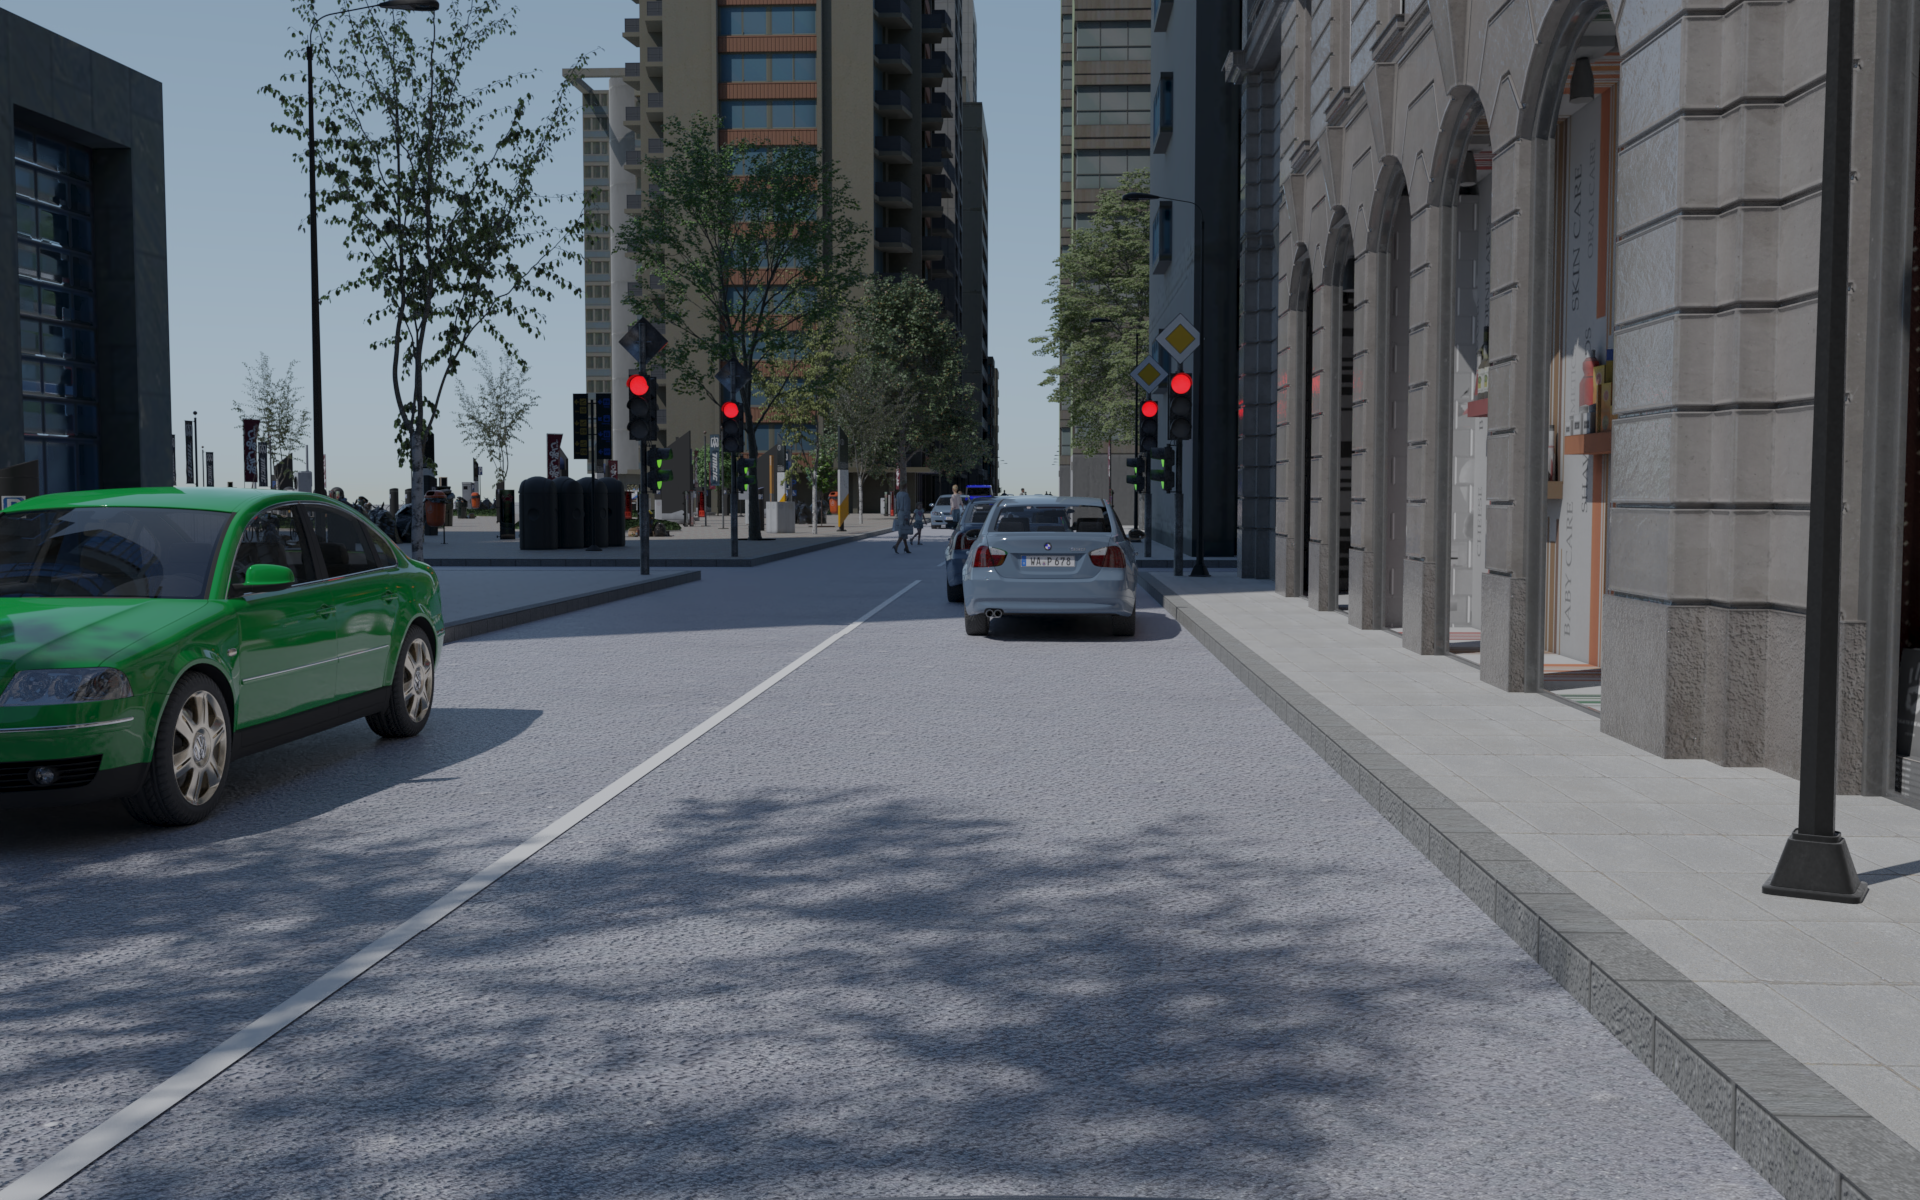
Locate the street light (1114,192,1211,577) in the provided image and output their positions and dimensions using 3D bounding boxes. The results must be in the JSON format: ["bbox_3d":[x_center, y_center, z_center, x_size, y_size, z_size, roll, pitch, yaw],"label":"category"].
[{"bbox_3d":[3.193,-3.319,26.807,1.470,5.913,1.316,0,4,3],"label":"street light"}]

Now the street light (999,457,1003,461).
[{"bbox_3d":[4.271,-14.908,216.282,1.470,5.913,1.316,0,4,3],"label":"street light"}]

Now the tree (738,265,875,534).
[{"bbox_3d":[-4.872,-6.409,55.143,4.737,8.622,4.395,0,3,0],"label":"tree"}]

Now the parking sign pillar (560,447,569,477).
[{"bbox_3d":[-20.712,-6.183,89.557,1.447,3.967,1.447,-3,5,-39],"label":"parking sign pillar"}]

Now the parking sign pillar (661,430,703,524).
[{"bbox_3d":[-12.029,-5.213,73.711,1.447,3.967,1.447,1,4,13],"label":"parking sign pillar"}]

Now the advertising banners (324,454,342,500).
[{"bbox_3d":[-27.328,-4.837,75.278,0.090,3.025,2.074,-3,5,-42],"label":"advertising banners"}]

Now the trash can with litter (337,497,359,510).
[{"bbox_3d":[-17.787,-2.410,50.458,1.678,1.210,2.233,0,4,-4],"label":"trash can with litter"}]

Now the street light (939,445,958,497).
[{"bbox_3d":[-0.750,-8.561,112.521,1.470,5.913,1.316,0,4,3],"label":"street light"}]

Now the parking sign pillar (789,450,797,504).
[{"bbox_3d":[-10.116,-6.999,102.912,1.447,3.967,1.447,-2,4,-27],"label":"parking sign pillar"}]

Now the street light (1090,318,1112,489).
[{"bbox_3d":[4.124,-4.481,45.807,1.470,5.913,1.316,0,4,3],"label":"street light"}]

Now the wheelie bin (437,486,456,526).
[{"bbox_3d":[-20.409,-3.709,68.544,0.980,1.594,0.693,-3,5,-42],"label":"wheelie bin"}]

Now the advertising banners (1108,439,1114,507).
[{"bbox_3d":[4.762,-3.578,54.681,0.090,3.025,2.074,0,4,2],"label":"advertising banners"}]

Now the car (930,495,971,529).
[{"bbox_3d":[-0.242,-3.704,72.558,2.014,1.417,4.499,0,4,3],"label":"car"}]

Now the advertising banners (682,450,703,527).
[{"bbox_3d":[-10.655,-4.429,68.604,0.090,3.025,2.074,0,4,8],"label":"advertising banners"}]

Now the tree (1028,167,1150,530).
[{"bbox_3d":[6.124,-8.739,61.005,7.486,12.596,7.792,0,3,0],"label":"tree"}]

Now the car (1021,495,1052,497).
[{"bbox_3d":[2.020,-2.059,45.666,2.014,1.417,4.499,0,4,3],"label":"car"}]

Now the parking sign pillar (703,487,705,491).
[{"bbox_3d":[-13.089,-5.730,82.165,1.447,3.967,1.447,0,4,7],"label":"parking sign pillar"}]

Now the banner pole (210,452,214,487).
[{"bbox_3d":[-39.141,-6.121,90.089,0.401,3.779,0.863,2,4,31],"label":"banner pole"}]

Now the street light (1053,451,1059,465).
[{"bbox_3d":[11.061,-13.060,186.074,1.470,5.913,1.316,0,4,3],"label":"street light"}]

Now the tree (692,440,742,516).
[{"bbox_3d":[-14.163,-7.153,100.668,4.285,4.588,4.351,0,3,0],"label":"tree"}]

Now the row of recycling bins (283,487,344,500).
[{"bbox_3d":[-37.021,-5.629,99.150,3.534,1.692,1.069,0,4,-1],"label":"row of recycling bins"}]

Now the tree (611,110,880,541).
[{"bbox_3d":[-5.834,-7.462,47.766,9.928,11.665,9.643,0,3,0],"label":"tree"}]

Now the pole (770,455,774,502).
[{"bbox_3d":[-9.936,-5.970,91.447,0.158,3.312,0.155,0,3,0],"label":"pole"}]

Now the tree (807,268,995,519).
[{"bbox_3d":[-2.995,-10.462,88.067,9.611,12.733,9.660,0,3,0],"label":"tree"}]

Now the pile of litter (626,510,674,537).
[{"bbox_3d":[-9.491,-2.334,52.123,1.719,0.858,1.176,0,4,-3],"label":"pile of litter"}]

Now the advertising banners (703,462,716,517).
[{"bbox_3d":[-14.235,-6.057,95.213,2.074,3.025,0.090,1,4,21],"label":"advertising banners"}]

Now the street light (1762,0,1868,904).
[{"bbox_3d":[2.221,-2.013,5.449,1.470,5.913,1.316,0,4,3],"label":"street light"}]

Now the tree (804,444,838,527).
[{"bbox_3d":[-5.227,-4.429,67.021,1.663,3.219,1.824,0,3,0],"label":"tree"}]

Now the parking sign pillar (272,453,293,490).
[{"bbox_3d":[-43.808,-7.557,112.030,1.447,3.967,1.447,2,4,32],"label":"parking sign pillar"}]

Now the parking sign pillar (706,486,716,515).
[{"bbox_3d":[-15.570,-7.135,105.135,1.447,3.967,1.447,1,4,17],"label":"parking sign pillar"}]

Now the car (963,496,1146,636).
[{"bbox_3d":[1.019,-0.415,18.794,2.014,1.417,4.499,0,4,5],"label":"car"}]

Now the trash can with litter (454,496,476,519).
[{"bbox_3d":[-25.644,-4.795,89.786,0.624,1.170,1.055,3,5,40],"label":"trash can with litter"}]

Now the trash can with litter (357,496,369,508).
[{"bbox_3d":[-35.329,-5.598,102.912,0.624,1.170,1.055,1,4,23],"label":"trash can with litter"}]

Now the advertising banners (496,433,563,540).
[{"bbox_3d":[-12.247,-3.255,49.403,2.074,3.025,0.090,-3,5,-39],"label":"advertising banners"}]

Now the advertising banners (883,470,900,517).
[{"bbox_3d":[-3.890,-6.288,98.988,0.090,3.025,2.074,-2,4,-28],"label":"advertising banners"}]

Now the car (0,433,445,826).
[{"bbox_3d":[-4.122,-0.006,8.895,1.959,1.807,4.718,0,4,2],"label":"car"}]

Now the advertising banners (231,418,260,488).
[{"bbox_3d":[-16.700,-2.646,39.451,0.090,3.025,2.074,2,4,24],"label":"advertising banners"}]

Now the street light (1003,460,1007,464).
[{"bbox_3d":[5.385,-16.205,237.493,1.470,5.913,1.316,0,4,3],"label":"street light"}]

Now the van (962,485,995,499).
[{"bbox_3d":[1.289,-6.881,116.895,2.240,2.365,5.245,0,4,2],"label":"van"}]

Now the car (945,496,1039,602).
[{"bbox_3d":[0.765,-0.748,24.236,2.014,1.417,4.499,0,4,3],"label":"car"}]

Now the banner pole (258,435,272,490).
[{"bbox_3d":[-29.361,-5.096,73.333,0.401,3.779,0.863,2,4,30],"label":"banner pole"}]

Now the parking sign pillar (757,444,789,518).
[{"bbox_3d":[-10.232,-6.359,92.449,1.447,3.967,1.447,1,4,19],"label":"parking sign pillar"}]

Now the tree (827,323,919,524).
[{"bbox_3d":[-4.140,-7.595,74.545,4.360,8.622,3.978,0,3,0],"label":"tree"}]

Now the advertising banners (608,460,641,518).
[{"bbox_3d":[-17.215,-5.722,89.737,2.074,3.025,0.090,-2,4,-28],"label":"advertising banners"}]

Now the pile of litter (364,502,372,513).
[{"bbox_3d":[-32.994,-5.009,95.855,1.176,0.858,1.719,-2,4,-25],"label":"pile of litter"}]

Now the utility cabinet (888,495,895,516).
[{"bbox_3d":[-4.070,-5.561,102.076,0.306,1.237,1.020,1,4,10],"label":"utility cabinet"}]

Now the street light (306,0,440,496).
[{"bbox_3d":[-5.551,-2.679,16.338,1.470,5.913,1.316,0,4,3],"label":"street light"}]

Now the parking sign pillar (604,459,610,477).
[{"bbox_3d":[-22.670,-7.488,110.904,1.447,3.967,1.447,0,4,-3],"label":"parking sign pillar"}]

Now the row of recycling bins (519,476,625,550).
[{"bbox_3d":[-9.130,-2.082,41.161,1.069,1.692,3.534,2,4,24],"label":"row of recycling bins"}]

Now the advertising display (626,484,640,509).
[{"bbox_3d":[-20.769,-6.419,110.158,0.974,1.923,0.123,2,4,24],"label":"advertising display"}]

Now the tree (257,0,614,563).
[{"bbox_3d":[-6.727,-4.381,21.997,4.360,8.622,3.978,0,3,0],"label":"tree"}]

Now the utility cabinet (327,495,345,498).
[{"bbox_3d":[-36.311,-5.476,100.695,1.020,1.237,0.306,-1,4,-21],"label":"utility cabinet"}]

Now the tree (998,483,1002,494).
[{"bbox_3d":[5.731,-16.797,269.232,1.663,3.219,1.824,0,3,0],"label":"tree"}]

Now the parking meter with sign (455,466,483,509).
[{"bbox_3d":[-31.147,-6.938,109.698,1.738,3.016,0.543,1,4,12],"label":"parking meter with sign"}]

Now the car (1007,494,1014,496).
[{"bbox_3d":[5.003,-10.394,180.167,2.015,1.641,3.980,0,4,3],"label":"car"}]

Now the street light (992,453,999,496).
[{"bbox_3d":[3.316,-13.608,195.030,1.470,5.913,1.316,0,4,3],"label":"street light"}]
